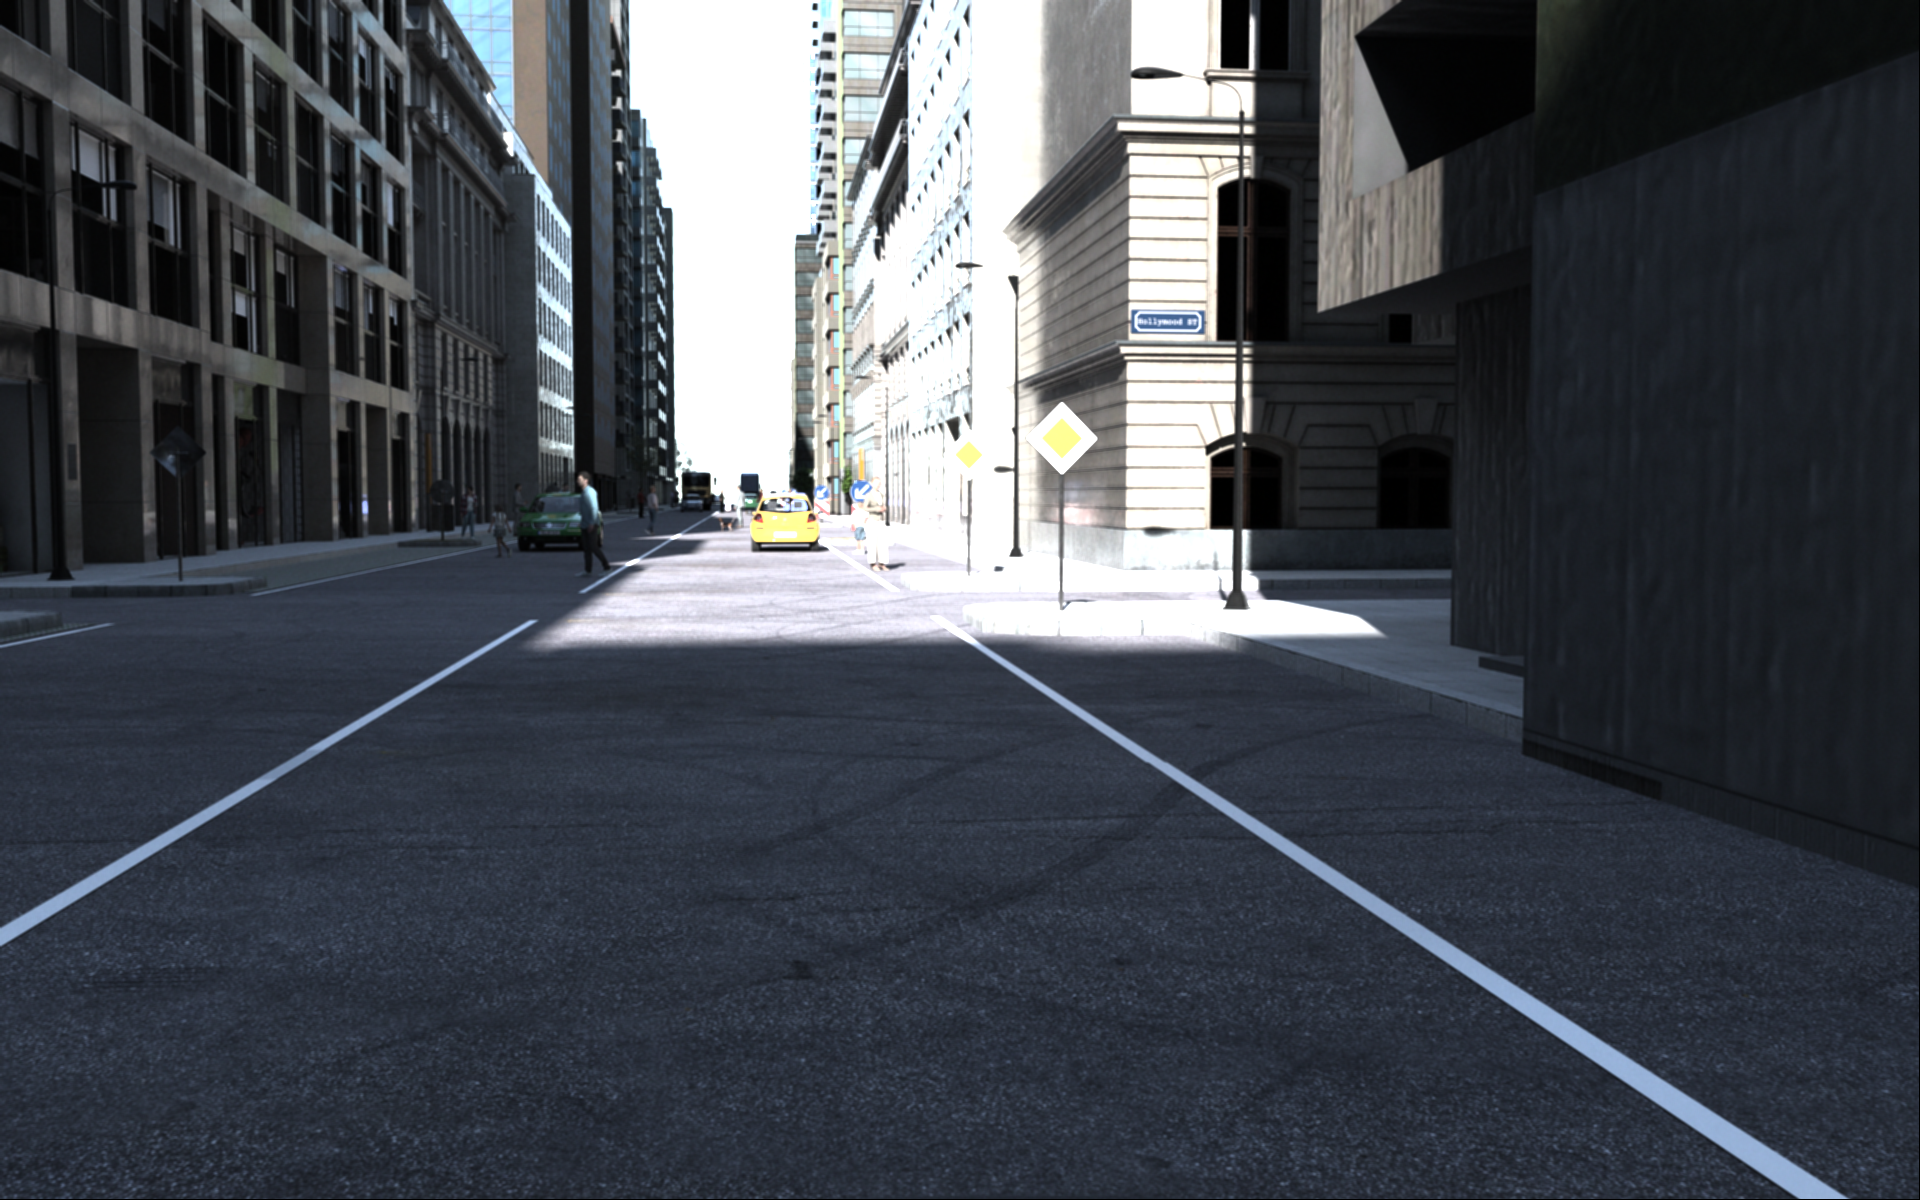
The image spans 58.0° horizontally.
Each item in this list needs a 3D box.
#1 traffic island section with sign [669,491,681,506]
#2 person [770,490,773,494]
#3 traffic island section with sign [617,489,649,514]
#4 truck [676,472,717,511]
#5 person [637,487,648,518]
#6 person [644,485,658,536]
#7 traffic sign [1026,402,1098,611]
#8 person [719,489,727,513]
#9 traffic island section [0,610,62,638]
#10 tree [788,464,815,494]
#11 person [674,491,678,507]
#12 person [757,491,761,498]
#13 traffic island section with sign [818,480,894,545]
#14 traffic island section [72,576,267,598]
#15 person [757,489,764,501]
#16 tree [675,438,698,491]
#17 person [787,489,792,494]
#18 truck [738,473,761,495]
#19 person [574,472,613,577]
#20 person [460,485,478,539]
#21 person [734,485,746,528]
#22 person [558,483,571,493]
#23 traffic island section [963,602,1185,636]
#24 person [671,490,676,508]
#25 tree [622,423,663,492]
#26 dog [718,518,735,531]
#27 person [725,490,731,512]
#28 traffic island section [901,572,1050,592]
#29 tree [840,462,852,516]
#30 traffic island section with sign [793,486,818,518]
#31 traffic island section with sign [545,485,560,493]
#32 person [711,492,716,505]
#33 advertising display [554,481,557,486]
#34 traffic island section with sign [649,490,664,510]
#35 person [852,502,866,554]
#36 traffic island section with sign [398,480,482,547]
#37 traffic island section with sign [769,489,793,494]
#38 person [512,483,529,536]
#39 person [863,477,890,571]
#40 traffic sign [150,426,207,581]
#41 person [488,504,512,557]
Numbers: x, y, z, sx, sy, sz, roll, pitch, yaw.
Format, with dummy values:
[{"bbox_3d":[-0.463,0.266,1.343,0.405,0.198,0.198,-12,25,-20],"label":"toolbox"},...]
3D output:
[{"bbox_3d":[-33.597,-12.067,205.921,1.989,1.847,2.006,0,4,-7],"label":"traffic island section with sign"},{"bbox_3d":[-19.163,-10.345,177.506,0.599,1.838,0.709,2,4,27],"label":"person"},{"bbox_3d":[-23.624,-7.086,124.481,1.989,1.847,2.006,0,4,-7],"label":"traffic island section with sign"},{"bbox_3d":[-23.146,-9.547,152.019,3.469,3.379,9.791,-1,4,-9],"label":"truck"},{"bbox_3d":[-18.893,-5.771,102.794,0.705,1.831,1.348,1,4,15],"label":"person"},{"bbox_3d":[-10.635,-3.089,59.685,0.731,1.740,0.598,3,4,39],"label":"person"},{"bbox_3d":[1.105,-0.935,18.922,0.795,2.450,0.064,0,4,-7],"label":"traffic sign"},{"bbox_3d":[-18.288,-7.628,133.350,0.705,1.807,1.348,1,4,13],"label":"person"},{"bbox_3d":[-10.528,0.287,17.586,2.009,0.180,2.903,0,4,-7],"label":"traffic island section"},{"bbox_3d":[-16.552,-12.288,184.620,4.285,4.588,4.351,0,3,0],"label":"tree"},{"bbox_3d":[-30.974,-10.944,188.227,0.721,1.735,1.217,-3,4,-36],"label":"person"},{"bbox_3d":[-19.997,-9.957,172.031,0.721,1.736,1.217,2,4,35],"label":"person"},{"bbox_3d":[-2.963,-2.507,49.619,1.989,1.847,2.006,0,4,-7],"label":"traffic island section with sign"},{"bbox_3d":[-11.498,-0.198,25.512,2.009,0.180,2.903,0,4,-7],"label":"traffic island section"},{"bbox_3d":[-14.308,-7.108,124.677,0.705,1.831,1.348,-2,4,-27],"label":"person"},{"bbox_3d":[-42.520,-19.800,258.139,7.601,10.594,8.767,0,4,1],"label":"tree"},{"bbox_3d":[-10.473,-6.035,107.687,0.721,1.766,1.217,-1,4,-14],"label":"person"},{"bbox_3d":[-25.683,-13.625,212.529,2.967,4.110,18.799,0,4,-8],"label":"truck"},{"bbox_3d":[-6.357,-1.315,30.014,0.620,1.820,0.660,-2,4,-32],"label":"person"},{"bbox_3d":[-15.438,-2.761,54.483,0.563,1.720,0.643,-2,4,-27],"label":"person"},{"bbox_3d":[-9.438,-4.011,74.180,0.391,1.810,0.635,1,4,17],"label":"person"},{"bbox_3d":[-14.490,-3.379,63.616,0.638,1.841,0.748,0,4,4],"label":"person"},{"bbox_3d":[1.128,0.201,19.002,2.009,0.180,2.903,0,4,-7],"label":"traffic island section"},{"bbox_3d":[-28.919,-10.195,175.053,0.599,1.838,0.709,0,4,5],"label":"person"},{"bbox_3d":[-32.505,-13.847,176.759,4.360,8.622,3.978,0,3,0],"label":"tree"},{"bbox_3d":[-8.985,-2.893,66.590,0.540,0.507,0.406,-2,4,-28],"label":"dog"},{"bbox_3d":[-18.578,-7.917,138.614,0.621,1.740,0.551,-3,4,-36],"label":"person"},{"bbox_3d":[0.157,-0.284,26.928,2.009,0.180,2.903,0,4,-7],"label":"traffic island section"},{"bbox_3d":[-6.700,-6.682,103.845,1.663,3.219,1.824,0,3,0],"label":"tree"},{"bbox_3d":[-6.236,-4.144,76.375,1.989,1.847,2.006,0,4,-7],"label":"traffic island section with sign"},{"bbox_3d":[-17.530,-4.040,74.686,1.989,1.847,2.006,0,4,-7],"label":"traffic island section with sign"},{"bbox_3d":[-31.298,-12.863,219.368,0.990,1.755,0.434,2,4,28],"label":"person"},{"bbox_3d":[-20.698,-5.105,88.678,0.123,1.923,0.974,-1,4,-15],"label":"advertising display"},{"bbox_3d":[-26.951,-8.743,151.583,1.989,1.847,2.006,0,4,-7],"label":"traffic island section with sign"},{"bbox_3d":[-2.425,-1.731,41.485,0.332,1.250,0.352,1,4,11],"label":"person"},{"bbox_3d":[-14.188,-2.371,47.396,1.989,1.847,2.006,0,4,-7],"label":"traffic island section with sign"},{"bbox_3d":[-15.610,-8.828,152.962,1.989,1.847,2.006,0,4,-7],"label":"traffic island section with sign"},{"bbox_3d":[-14.806,-3.038,58.369,0.583,1.804,0.606,-1,4,-18],"label":"person"},{"bbox_3d":[-1.552,-1.429,32.420,0.519,1.759,0.362,-3,5,-43],"label":"person"},{"bbox_3d":[-11.475,-1.334,25.453,0.795,2.450,0.064,0,4,-7],"label":"traffic sign"},{"bbox_3d":[-10.430,-1.573,39.230,0.382,1.210,0.505,3,5,40],"label":"person"}]
